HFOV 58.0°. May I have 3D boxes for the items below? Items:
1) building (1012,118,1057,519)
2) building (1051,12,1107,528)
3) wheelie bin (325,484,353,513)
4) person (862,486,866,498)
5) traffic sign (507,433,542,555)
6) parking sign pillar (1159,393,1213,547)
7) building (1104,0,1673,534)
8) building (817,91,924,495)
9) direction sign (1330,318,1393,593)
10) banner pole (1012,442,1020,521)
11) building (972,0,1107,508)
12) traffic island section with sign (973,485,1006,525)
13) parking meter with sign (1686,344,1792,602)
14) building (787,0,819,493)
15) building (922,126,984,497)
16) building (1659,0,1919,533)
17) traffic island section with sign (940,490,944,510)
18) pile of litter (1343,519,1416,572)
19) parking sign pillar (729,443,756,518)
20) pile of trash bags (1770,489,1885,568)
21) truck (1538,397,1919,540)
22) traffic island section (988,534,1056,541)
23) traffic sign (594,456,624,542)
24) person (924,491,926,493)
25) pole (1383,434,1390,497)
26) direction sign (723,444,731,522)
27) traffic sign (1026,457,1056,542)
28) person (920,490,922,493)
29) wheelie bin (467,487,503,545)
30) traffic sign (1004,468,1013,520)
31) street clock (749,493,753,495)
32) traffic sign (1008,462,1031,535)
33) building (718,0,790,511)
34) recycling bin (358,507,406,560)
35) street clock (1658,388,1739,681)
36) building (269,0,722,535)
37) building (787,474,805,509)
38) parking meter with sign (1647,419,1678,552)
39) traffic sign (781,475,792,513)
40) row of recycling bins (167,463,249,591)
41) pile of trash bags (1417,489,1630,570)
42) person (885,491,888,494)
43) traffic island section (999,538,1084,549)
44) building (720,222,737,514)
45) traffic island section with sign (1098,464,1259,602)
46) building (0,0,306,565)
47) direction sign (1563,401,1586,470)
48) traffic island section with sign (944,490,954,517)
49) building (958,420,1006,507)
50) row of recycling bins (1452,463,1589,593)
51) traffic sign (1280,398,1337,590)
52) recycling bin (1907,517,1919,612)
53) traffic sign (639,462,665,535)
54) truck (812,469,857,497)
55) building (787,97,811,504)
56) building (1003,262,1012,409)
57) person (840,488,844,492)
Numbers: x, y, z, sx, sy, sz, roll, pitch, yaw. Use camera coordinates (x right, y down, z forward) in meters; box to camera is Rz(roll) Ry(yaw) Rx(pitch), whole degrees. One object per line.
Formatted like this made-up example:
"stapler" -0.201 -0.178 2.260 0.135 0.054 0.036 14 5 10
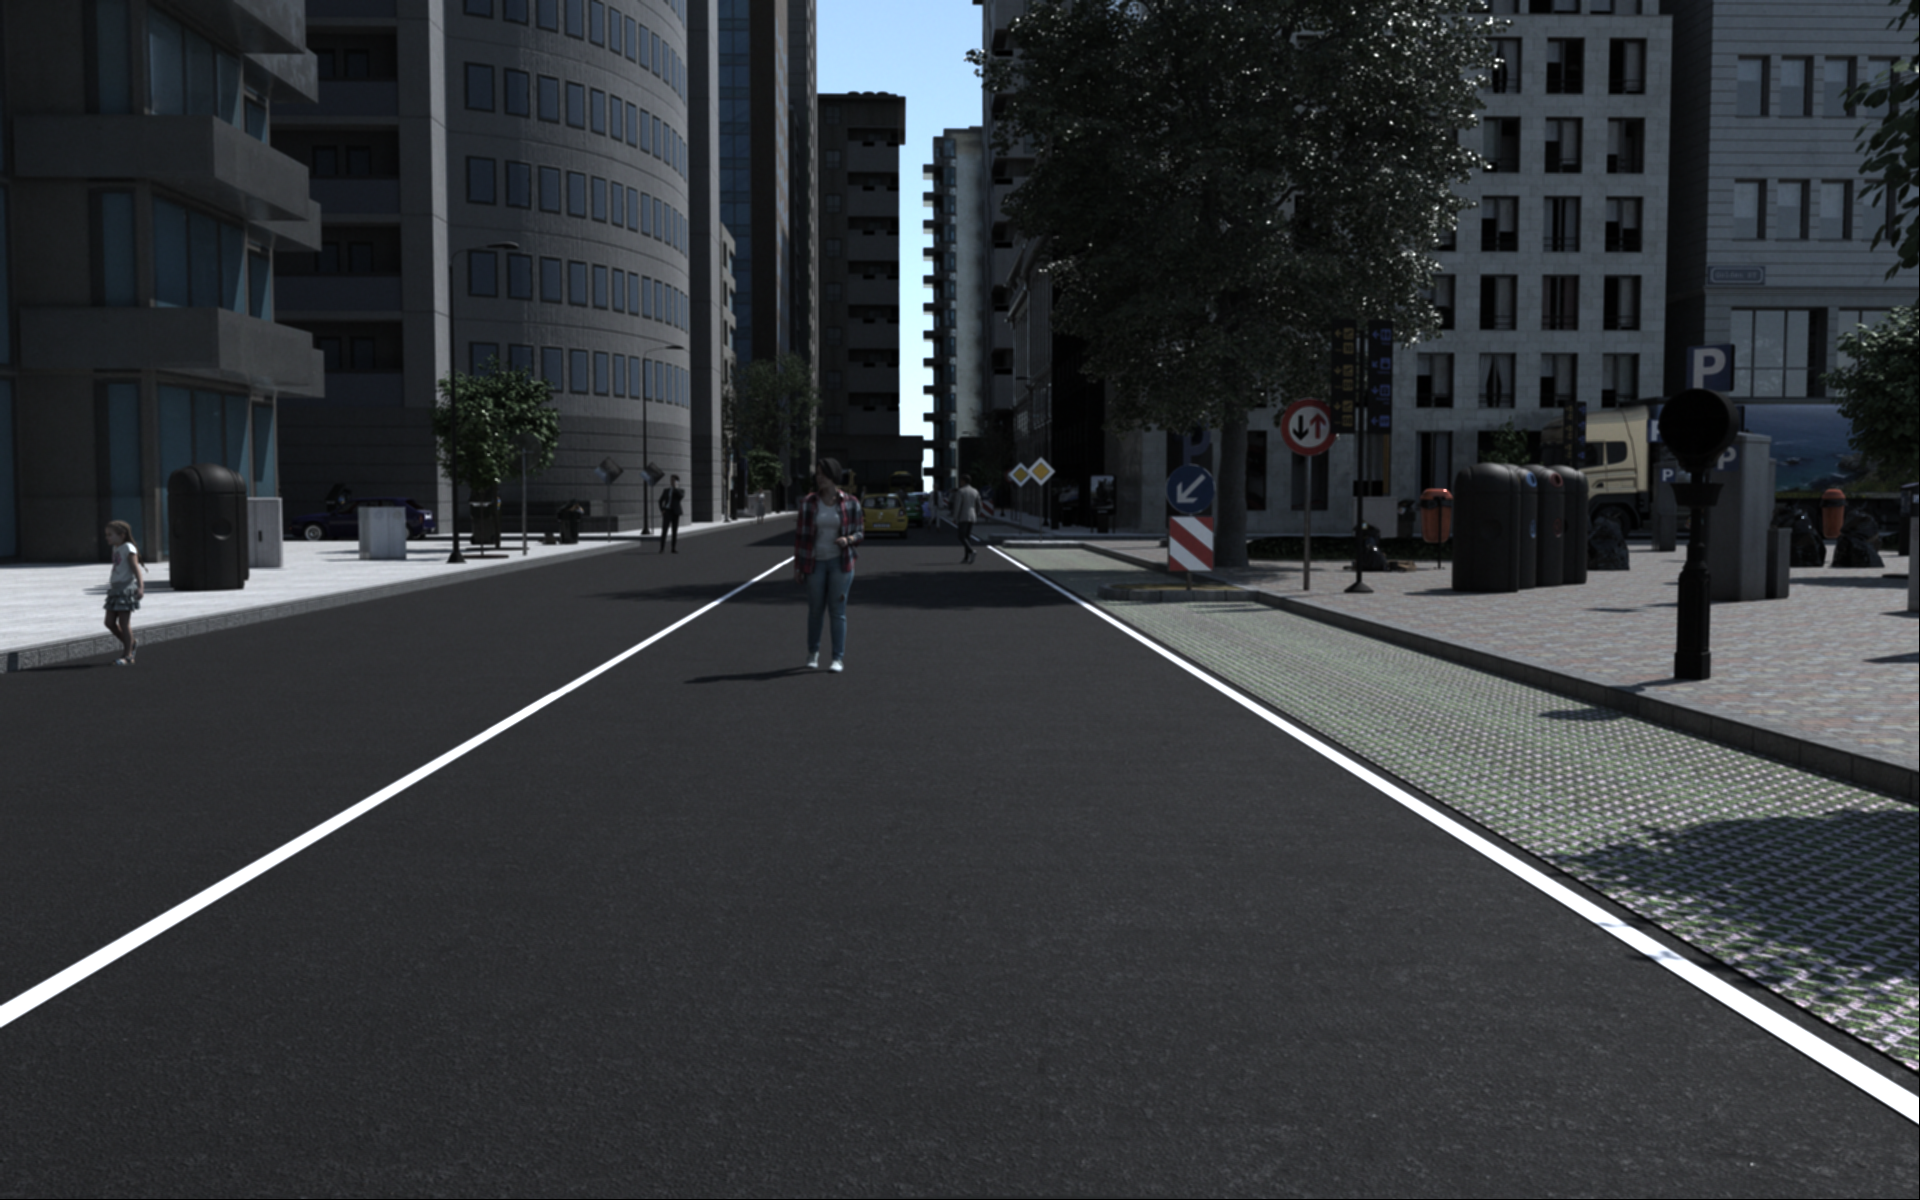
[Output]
"building" 10.360 -15.387 93.376 13.314 21.916 24.055 0 4 -2
"building" 10.717 -14.908 73.424 12.332 23.373 15.834 0 4 -2
"wheelie bin" -19.093 -2.778 53.336 0.980 1.594 0.693 3 5 42
"person" -5.036 -5.022 90.496 0.818 1.842 0.514 -1 4 -15
"traffic sign" -9.120 -2.209 36.227 0.768 2.556 0.104 0 3 0
"parking sign pillar" 5.583 -3.279 42.085 1.447 3.967 1.447 -3 5 -45
"building" 14.045 -12.567 60.224 16.860 20.320 10.420 0 4 -2
"building" -18.680 -39.022 227.247 27.495 52.752 28.713 0 4 -2
"direction sign" 5.208 -1.866 22.510 0.876 3.537 0.379 -1 4 -16
"banner pole" 2.633 -5.724 83.612 0.401 3.779 0.863 1 4 18
"building" 16.028 -34.890 159.686 28.713 52.752 27.495 0 4 -2
"traffic island section with sign" 1.092 -4.357 79.869 1.989 1.847 2.006 0 4 -2
"parking meter with sign" 9.427 -1.505 20.868 1.738 3.016 0.543 -3 4 -39
"building" -26.560 -46.144 192.709 20.611 71.187 20.563 0 4 -2
"building" 10.376 -37.050 225.377 30.456 49.044 23.786 0 4 -2
"building" 38.441 -17.335 60.925 29.804 29.767 11.434 0 4 -2
"traffic island section with sign" -2.299 -10.676 183.178 1.989 1.847 2.006 0 4 -2
"pile of litter" 7.085 -0.931 29.195 1.176 0.858 1.719 0 4 6
"parking sign pillar" -11.649 -6.372 92.662 1.447 3.967 1.447 0 4 1
"pile of trash bags" 15.899 -1.344 31.724 1.912 1.369 3.447 2 4 29
"truck" 22.271 -3.808 51.167 11.283 4.237 2.839 0 4 -1
"traffic island section" 1.923 -1.966 54.424 2.009 0.180 2.903 0 4 -2
"traffic sign" -9.326 -2.591 46.009 0.795 2.450 0.064 0 4 -2
"person" -3.926 -11.677 200.131 1.217 1.735 0.721 3 5 44
"pole" 13.624 -3.765 55.398 0.158 3.312 0.155 0 3 0
"direction sign" -10.603 -5.305 78.732 0.379 3.537 0.876 0 4 3
"traffic sign" 2.162 -2.613 46.365 0.795 2.450 0.064 0 4 -2
"person" -3.897 -10.197 175.088 0.709 1.838 0.599 1 4 14
"wheelie bin" -12.071 -2.211 44.056 0.980 1.594 0.693 1 4 12
"traffic sign" 2.570 -5.229 85.597 0.768 2.556 0.104 0 4 -2
"street clock" -13.893 -6.780 115.420 0.471 2.002 0.358 -1 4 -17
"traffic sign" 1.900 -3.101 54.346 0.795 2.450 0.064 0 4 -2
"building" -20.762 -29.674 135.286 14.600 45.320 14.200 0 4 -2
"recycling bin" -11.384 -1.320 34.128 0.722 1.027 0.722 -3 4 -37
"street clock" 5.089 -0.453 11.979 0.471 2.002 0.358 3 5 40
"building" -21.394 -32.089 66.659 21.231 58.520 28.212 0 4 -2
"building" -30.338 -28.290 154.422 32.217 40.220 23.993 0 4 -2
"parking meter with sign" 16.010 -2.638 39.387 0.543 3.016 1.738 1 4 13
"traffic sign" -11.772 -7.185 117.576 0.768 2.556 0.104 0 4 -1
"row of recycling bins" -10.599 -1.059 24.431 1.069 1.692 3.534 -1 4 -21
"pile of trash bags" 9.616 -1.230 29.865 3.447 1.369 1.912 0 3 0
"person" -6.888 -9.185 159.195 0.721 1.766 1.217 -2 4 -24
"traffic island section" 2.186 -1.478 46.443 2.009 0.180 2.903 0 4 -2
"building" -28.734 -15.842 104.055 27.650 21.520 28.899 0 4 -2
"traffic island section with sign" 2.935 -0.928 23.807 1.989 1.847 2.006 0 4 -2
"building" -28.848 -25.125 30.395 30.456 49.044 23.786 0 4 -2
"direction sign" 14.990 -3.076 42.294 0.876 3.537 0.379 -3 4 -36
"traffic island section with sign" 0.201 -6.020 107.062 1.989 1.847 2.006 0 4 -2
"building" 11.390 -53.519 187.712 22.319 86.520 31.000 0 4 -2
"row of recycling bins" 7.729 -1.028 23.915 1.069 1.692 3.534 3 4 38
"traffic sign" 4.624 -1.402 23.032 0.768 2.556 0.104 0 4 0
"recycling bin" 10.780 -0.376 18.708 0.722 1.027 0.722 0 4 2
"traffic sign" -9.589 -3.079 53.990 0.795 2.450 0.064 0 4 -2
"truck" -9.644 -8.591 136.388 3.469 3.379 9.791 0 4 -1
"building" -22.436 -29.978 173.740 14.154 41.232 14.086 0 4 -2
"building" 10.276 -16.888 117.915 13.314 21.916 24.055 0 4 -2
"person" -6.828 -5.621 100.748 0.721 1.781 0.623 1 4 11
